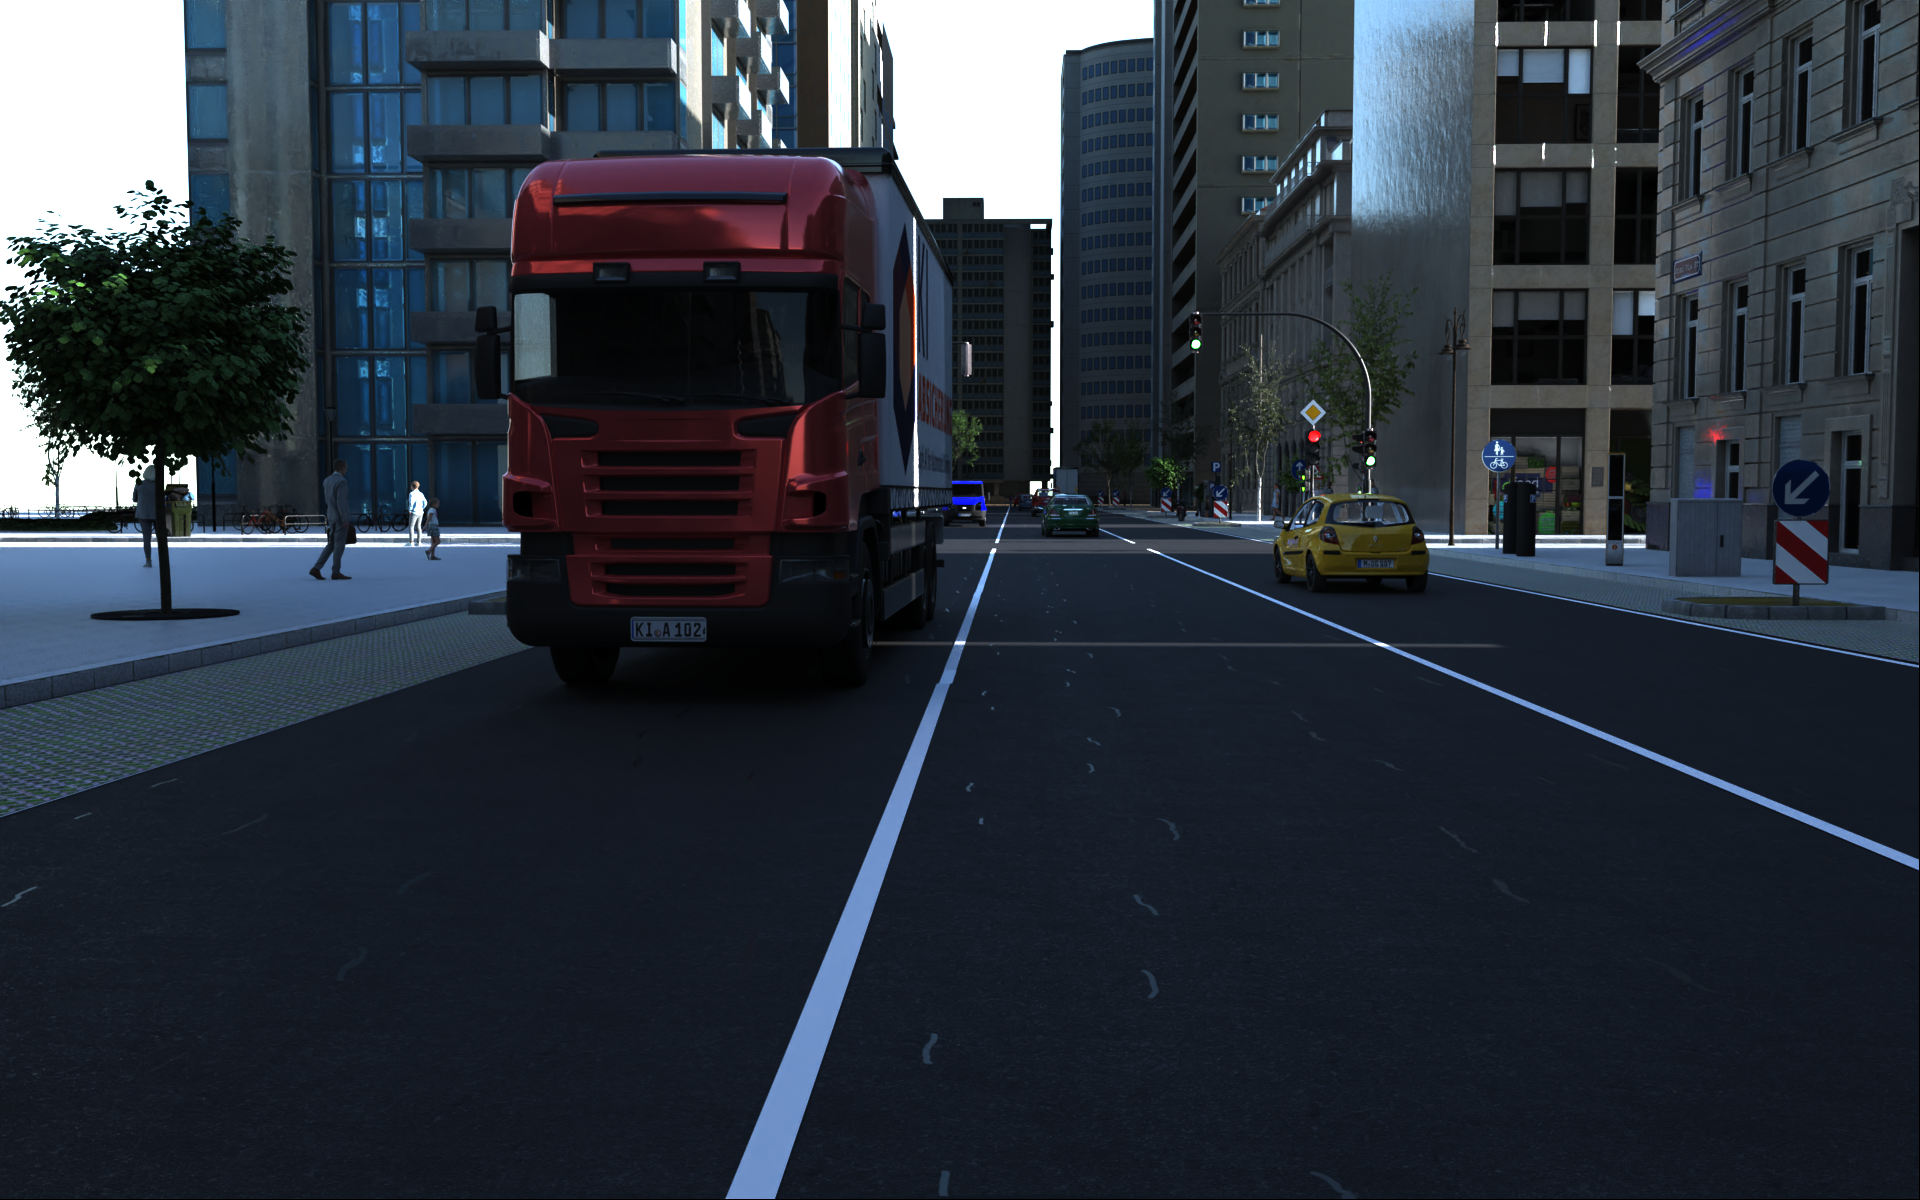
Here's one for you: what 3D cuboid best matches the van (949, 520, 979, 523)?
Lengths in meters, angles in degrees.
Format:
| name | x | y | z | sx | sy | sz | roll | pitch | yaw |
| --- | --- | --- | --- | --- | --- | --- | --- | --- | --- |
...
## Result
| name | x | y | z | sx | sy | sz | roll | pitch | yaw |
| --- | --- | --- | --- | --- | --- | --- | --- | --- | --- |
| van | 0.119 | -4.935 | 87.701 | 2.013 | 2.044 | 4.112 | 0 | 4 | 4 |

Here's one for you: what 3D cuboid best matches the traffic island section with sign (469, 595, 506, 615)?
| name | x | y | z | sx | sy | sz | roll | pitch | yaw |
| --- | --- | --- | --- | --- | --- | --- | --- | --- | --- |
| traffic island section with sign | -4.790 | -0.779 | 21.357 | 1.989 | 1.847 | 2.006 | 0 | 4 | 2 |

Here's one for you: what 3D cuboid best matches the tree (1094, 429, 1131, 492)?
| name | x | y | z | sx | sy | sz | roll | pitch | yaw |
| --- | --- | --- | --- | --- | --- | --- | --- | --- | --- |
| tree | 17.431 | -14.985 | 195.365 | 4.360 | 8.622 | 3.978 | 0 | 3 | 0 |

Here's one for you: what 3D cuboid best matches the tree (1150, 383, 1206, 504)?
| name | x | y | z | sx | sy | sz | roll | pitch | yaw |
| --- | --- | --- | --- | --- | --- | --- | --- | --- | --- |
| tree | 14.842 | -10.111 | 115.673 | 4.360 | 8.622 | 3.978 | 0 | 3 | 0 |

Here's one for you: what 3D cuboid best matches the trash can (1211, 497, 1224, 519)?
| name | x | y | z | sx | sy | sz | roll | pitch | yaw |
| --- | --- | --- | --- | --- | --- | --- | --- | --- | --- |
| trash can | 13.526 | -4.844 | 90.852 | 0.748 | 1.137 | 0.748 | 0 | 3 | 0 |

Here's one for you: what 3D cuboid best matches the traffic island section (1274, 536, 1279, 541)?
| name | x | y | z | sx | sy | sz | roll | pitch | yaw |
| --- | --- | --- | --- | --- | --- | --- | --- | --- | --- |
| traffic island section | 10.468 | -1.787 | 51.502 | 2.009 | 0.180 | 2.903 | 0 | 4 | 2 |

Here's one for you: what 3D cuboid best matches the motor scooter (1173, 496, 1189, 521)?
| name | x | y | z | sx | sy | sz | roll | pitch | yaw |
| --- | --- | --- | --- | --- | --- | --- | --- | --- | --- |
| motor scooter | 11.587 | -4.763 | 90.657 | 0.815 | 1.314 | 1.986 | 0 | 4 | 3 |

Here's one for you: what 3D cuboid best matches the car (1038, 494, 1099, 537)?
| name | x | y | z | sx | sy | sz | roll | pitch | yaw |
| --- | --- | --- | --- | --- | --- | --- | --- | --- | --- |
| car | 3.751 | -2.905 | 59.302 | 2.131 | 1.459 | 4.920 | 0 | 4 | 0 |

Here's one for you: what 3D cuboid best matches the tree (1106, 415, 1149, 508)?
| name | x | y | z | sx | sy | sz | roll | pitch | yaw |
| --- | --- | --- | --- | --- | --- | --- | --- | --- | --- |
| tree | 15.864 | -12.911 | 161.449 | 4.737 | 8.622 | 4.395 | 0 | 3 | 0 |

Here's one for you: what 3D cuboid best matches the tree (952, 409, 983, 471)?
| name | x | y | z | sx | sy | sz | roll | pitch | yaw |
| --- | --- | --- | --- | --- | --- | --- | --- | --- | --- |
| tree | -1.340 | -17.057 | 204.638 | 9.928 | 11.665 | 9.643 | 0 | 3 | 0 |

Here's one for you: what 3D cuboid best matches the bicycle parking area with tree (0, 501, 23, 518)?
| name | x | y | z | sx | sy | sz | roll | pitch | yaw |
| --- | --- | --- | --- | --- | --- | --- | --- | --- | --- |
| bicycle parking area with tree | -50.384 | -5.948 | 84.247 | 8.231 | 4.147 | 9.016 | -3 | 5 | -41 |

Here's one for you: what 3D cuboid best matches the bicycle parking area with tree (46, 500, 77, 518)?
| name | x | y | z | sx | sy | sz | roll | pitch | yaw |
| --- | --- | --- | --- | --- | --- | --- | --- | --- | --- |
| bicycle parking area with tree | -44.978 | -6.609 | 95.063 | 9.016 | 4.147 | 8.231 | -3 | 5 | -44 |

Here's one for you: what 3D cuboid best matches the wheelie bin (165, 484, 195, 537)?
| name | x | y | z | sx | sy | sz | roll | pitch | yaw |
| --- | --- | --- | --- | --- | --- | --- | --- | --- | --- |
| wheelie bin | -23.469 | -2.700 | 52.058 | 0.693 | 1.594 | 0.980 | 3 | 5 | 43 |

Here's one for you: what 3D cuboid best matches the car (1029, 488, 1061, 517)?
| name | x | y | z | sx | sy | sz | roll | pitch | yaw |
| --- | --- | --- | --- | --- | --- | --- | --- | --- | --- |
| car | 5.534 | -6.168 | 109.524 | 2.281 | 1.827 | 5.304 | 0 | 4 | 2 |

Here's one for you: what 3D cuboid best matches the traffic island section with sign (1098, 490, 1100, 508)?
| name | x | y | z | sx | sy | sz | roll | pitch | yaw |
| --- | --- | --- | --- | --- | --- | --- | --- | --- | --- |
| traffic island section with sign | 14.540 | -10.527 | 180.743 | 1.989 | 1.847 | 2.006 | 0 | 4 | 2 |

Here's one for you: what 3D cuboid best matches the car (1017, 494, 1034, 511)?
| name | x | y | z | sx | sy | sz | roll | pitch | yaw |
| --- | --- | --- | --- | --- | --- | --- | --- | --- | --- |
| car | 5.920 | -8.401 | 149.356 | 2.014 | 1.417 | 4.499 | 0 | 4 | 1 |

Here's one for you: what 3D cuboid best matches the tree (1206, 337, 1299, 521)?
| name | x | y | z | sx | sy | sz | roll | pitch | yaw |
| --- | --- | --- | --- | --- | --- | --- | --- | --- | --- |
| tree | 14.025 | -8.015 | 81.404 | 4.360 | 8.622 | 3.978 | 0 | 3 | 0 |

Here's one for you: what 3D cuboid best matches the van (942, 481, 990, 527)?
| name | x | y | z | sx | sy | sz | roll | pitch | yaw |
| --- | --- | --- | --- | --- | --- | --- | --- | --- | --- |
| van | 0.191 | -4.513 | 78.165 | 2.240 | 2.365 | 5.245 | 0 | 3 | 0 |

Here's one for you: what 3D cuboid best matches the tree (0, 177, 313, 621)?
| name | x | y | z | sx | sy | sz | roll | pitch | yaw |
| --- | --- | --- | --- | --- | --- | --- | --- | --- | --- |
| tree | -8.367 | -2.110 | 18.218 | 4.285 | 4.588 | 4.351 | 0 | 3 | 0 |

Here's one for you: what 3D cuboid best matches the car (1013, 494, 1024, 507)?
| name | x | y | z | sx | sy | sz | roll | pitch | yaw |
| --- | --- | --- | --- | --- | --- | --- | --- | --- | --- |
| car | 7.131 | -11.687 | 200.116 | 2.155 | 1.783 | 4.494 | 0 | 4 | 3 |

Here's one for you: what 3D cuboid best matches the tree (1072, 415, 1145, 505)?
| name | x | y | z | sx | sy | sz | roll | pitch | yaw |
| --- | --- | --- | --- | --- | --- | --- | --- | --- | --- |
| tree | 17.571 | -16.461 | 203.552 | 8.767 | 10.594 | 7.601 | 0 | 4 | -3 |

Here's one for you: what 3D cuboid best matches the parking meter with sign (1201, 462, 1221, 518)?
| name | x | y | z | sx | sy | sz | roll | pitch | yaw |
| --- | --- | --- | --- | --- | --- | --- | --- | --- | --- |
| parking meter with sign | 13.667 | -6.023 | 94.743 | 0.543 | 3.016 | 1.738 | -1 | 4 | -15 |

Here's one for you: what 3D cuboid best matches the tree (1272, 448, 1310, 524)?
| name | x | y | z | sx | sy | sz | roll | pitch | yaw |
| --- | --- | --- | --- | --- | --- | --- | --- | --- | --- |
| tree | 14.136 | -4.776 | 72.683 | 1.663 | 3.219 | 1.824 | 0 | 3 | 0 |

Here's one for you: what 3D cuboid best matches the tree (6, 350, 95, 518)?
| name | x | y | z | sx | sy | sz | roll | pitch | yaw |
| --- | --- | --- | --- | --- | --- | --- | --- | --- | --- |
| tree | -35.549 | -7.221 | 68.423 | 4.737 | 8.622 | 4.395 | 0 | 3 | 0 |

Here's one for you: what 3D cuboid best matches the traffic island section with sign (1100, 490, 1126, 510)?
| name | x | y | z | sx | sy | sz | roll | pitch | yaw |
| --- | --- | --- | --- | --- | --- | --- | --- | --- | --- |
| traffic island section with sign | 13.687 | -8.874 | 153.712 | 1.989 | 1.847 | 2.006 | 0 | 4 | 2 |

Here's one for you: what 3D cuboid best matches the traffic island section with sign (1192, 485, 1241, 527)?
| name | x | y | z | sx | sy | sz | roll | pitch | yaw |
| --- | --- | --- | --- | --- | --- | --- | --- | --- | --- |
| traffic island section with sign | 11.244 | -4.126 | 76.089 | 1.989 | 1.847 | 2.006 | 0 | 4 | 2 |

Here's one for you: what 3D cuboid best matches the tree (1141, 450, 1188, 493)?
| name | x | y | z | sx | sy | sz | roll | pitch | yaw |
| --- | --- | --- | --- | --- | --- | --- | --- | --- | --- |
| tree | 15.295 | -8.916 | 129.487 | 4.285 | 4.588 | 4.351 | 0 | 3 | 0 |

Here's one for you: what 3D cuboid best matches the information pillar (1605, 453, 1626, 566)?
| name | x | y | z | sx | sy | sz | roll | pitch | yaw |
| --- | --- | --- | --- | --- | --- | --- | --- | --- | --- |
| information pillar | 11.726 | -1.620 | 30.980 | 0.304 | 2.012 | 0.304 | 1 | 4 | 20 |

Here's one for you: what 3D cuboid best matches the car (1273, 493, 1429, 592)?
| name | x | y | z | sx | sy | sz | roll | pitch | yaw |
| --- | --- | --- | --- | --- | --- | --- | --- | --- | --- |
| car | 5.953 | -1.010 | 26.731 | 2.015 | 1.641 | 3.980 | 0 | 3 | 0 |

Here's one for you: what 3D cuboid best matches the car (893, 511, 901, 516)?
| name | x | y | z | sx | sy | sz | roll | pitch | yaw |
| --- | --- | --- | --- | --- | --- | --- | --- | --- | --- |
| car | -3.334 | -3.911 | 73.536 | 1.945 | 1.707 | 3.694 | 0 | 4 | 3 |

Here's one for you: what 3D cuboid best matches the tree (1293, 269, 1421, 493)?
| name | x | y | z | sx | sy | sz | roll | pitch | yaw |
| --- | --- | --- | --- | --- | --- | --- | --- | --- | --- |
| tree | 13.293 | -6.538 | 57.258 | 4.737 | 8.622 | 4.395 | 0 | 3 | 0 |

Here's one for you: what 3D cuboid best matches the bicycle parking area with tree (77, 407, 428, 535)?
| name | x | y | z | sx | sy | sz | roll | pitch | yaw |
| --- | --- | --- | --- | --- | --- | --- | --- | --- | --- |
| bicycle parking area with tree | -23.014 | -4.357 | 58.236 | 8.231 | 4.147 | 9.016 | 3 | 4 | 36 |

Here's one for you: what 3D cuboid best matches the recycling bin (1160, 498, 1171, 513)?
| name | x | y | z | sx | sy | sz | roll | pitch | yaw |
| --- | --- | --- | --- | --- | --- | --- | --- | --- | --- |
| recycling bin | 14.323 | -6.603 | 120.520 | 0.722 | 1.027 | 0.722 | 0 | 4 | 5 |

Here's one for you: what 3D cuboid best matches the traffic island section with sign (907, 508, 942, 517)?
| name | x | y | z | sx | sy | sz | roll | pitch | yaw |
| --- | --- | --- | --- | --- | --- | --- | --- | --- | --- |
| traffic island section with sign | -2.197 | -5.863 | 104.492 | 1.989 | 1.847 | 2.006 | 0 | 4 | 2 |

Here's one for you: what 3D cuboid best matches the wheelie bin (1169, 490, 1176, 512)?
| name | x | y | z | sx | sy | sz | roll | pitch | yaw |
| --- | --- | --- | --- | --- | --- | --- | --- | --- | --- |
| wheelie bin | 14.860 | -6.992 | 122.230 | 0.693 | 1.594 | 0.980 | 1 | 4 | 18 |

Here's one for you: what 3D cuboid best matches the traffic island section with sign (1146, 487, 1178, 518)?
| name | x | y | z | sx | sy | sz | roll | pitch | yaw |
| --- | --- | --- | --- | --- | --- | --- | --- | --- | --- |
| traffic island section with sign | 12.095 | -5.774 | 103.031 | 1.989 | 1.847 | 2.006 | 0 | 4 | 2 |

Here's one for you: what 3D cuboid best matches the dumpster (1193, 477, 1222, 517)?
| name | x | y | z | sx | sy | sz | roll | pitch | yaw |
| --- | --- | --- | --- | --- | --- | --- | --- | --- | --- |
| dumpster | 14.024 | -5.849 | 98.127 | 1.502 | 2.255 | 1.985 | 0 | 4 | 2 |

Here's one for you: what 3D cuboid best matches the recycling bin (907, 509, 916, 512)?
| name | x | y | z | sx | sy | sz | roll | pitch | yaw |
| --- | --- | --- | --- | --- | --- | --- | --- | --- | --- |
| recycling bin | -3.667 | -6.907 | 125.481 | 0.722 | 1.027 | 0.722 | 2 | 4 | 24 |

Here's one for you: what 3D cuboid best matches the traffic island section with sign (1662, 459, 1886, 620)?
| name | x | y | z | sx | sy | sz | roll | pitch | yaw |
| --- | --- | --- | --- | --- | --- | --- | --- | --- | --- |
| traffic island section with sign | 9.502 | -0.728 | 20.526 | 1.989 | 1.847 | 2.006 | 0 | 4 | 2 |
